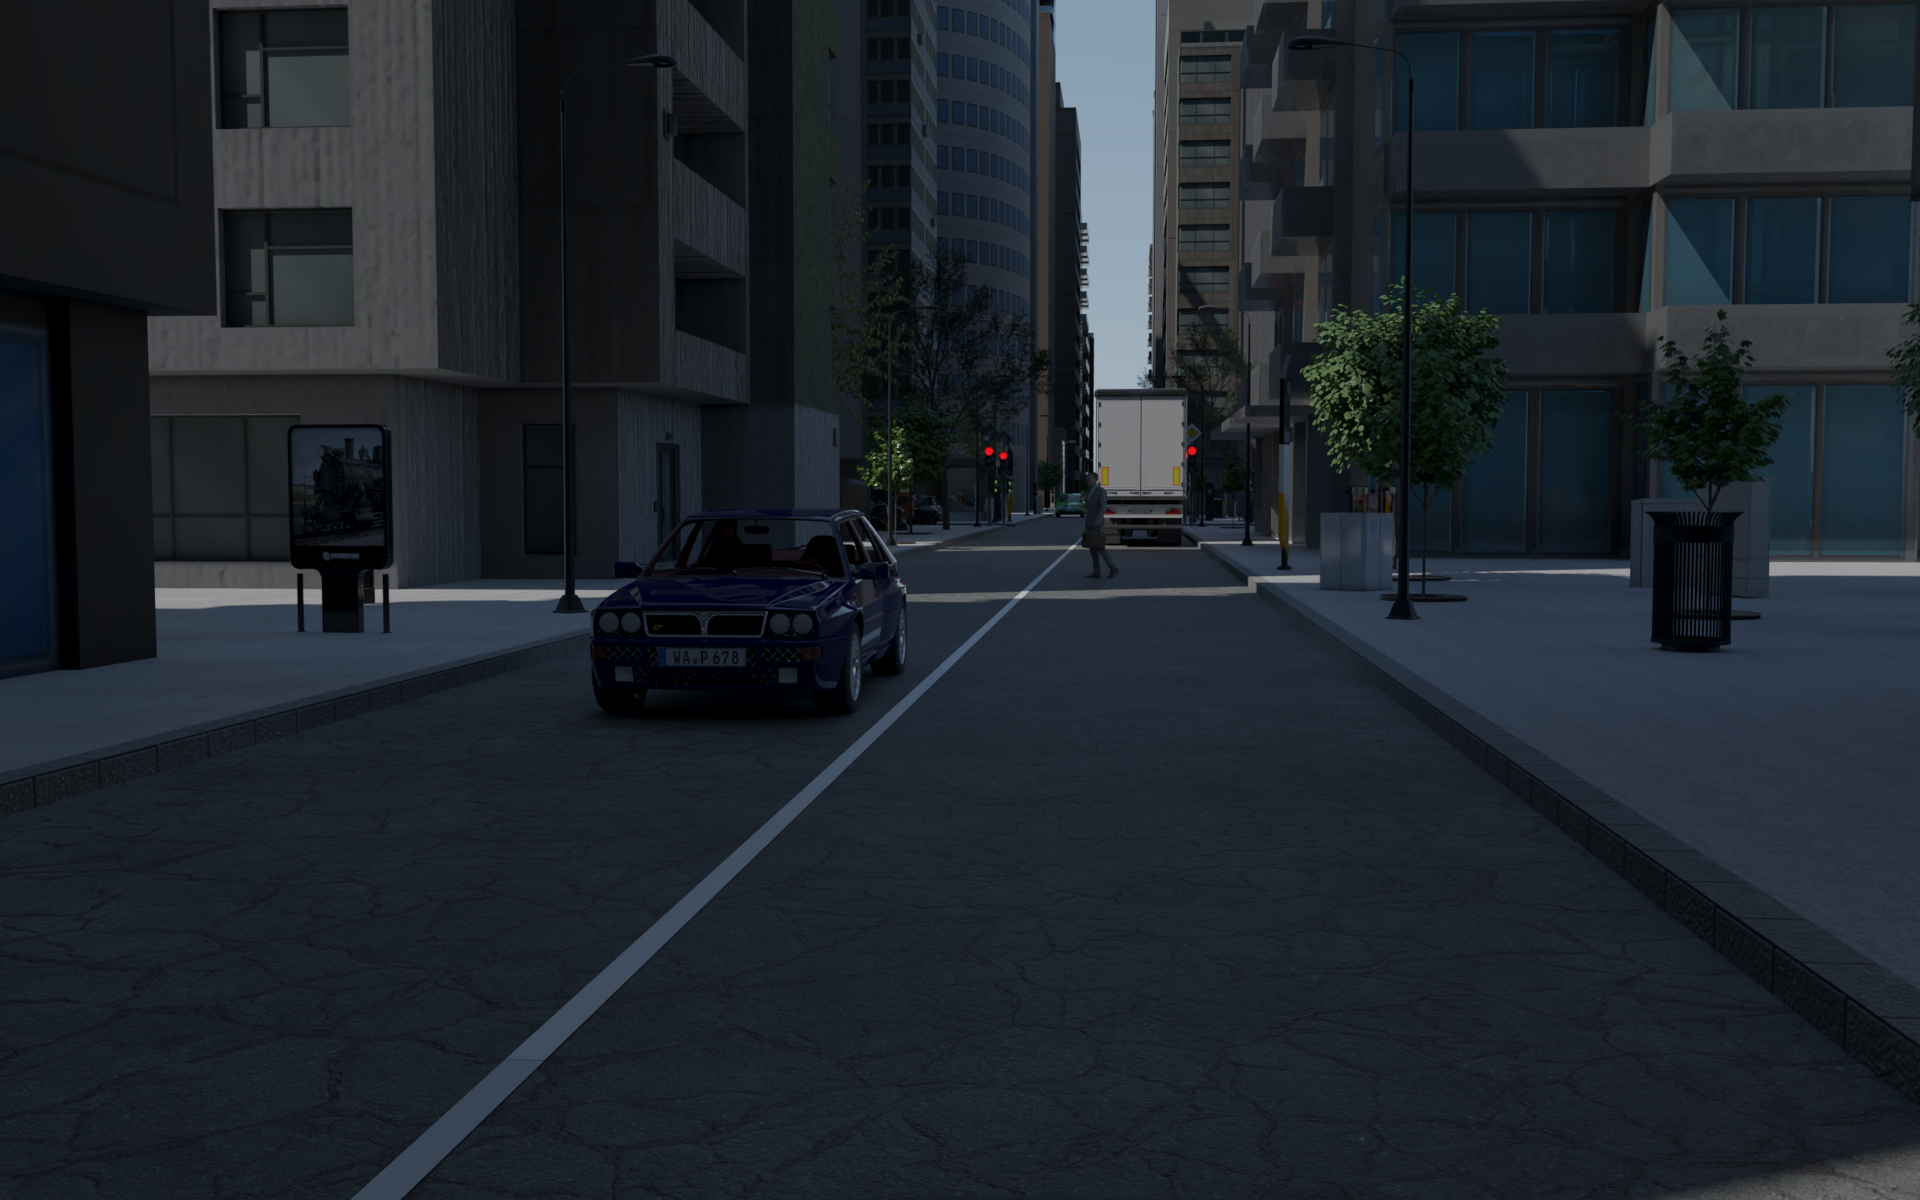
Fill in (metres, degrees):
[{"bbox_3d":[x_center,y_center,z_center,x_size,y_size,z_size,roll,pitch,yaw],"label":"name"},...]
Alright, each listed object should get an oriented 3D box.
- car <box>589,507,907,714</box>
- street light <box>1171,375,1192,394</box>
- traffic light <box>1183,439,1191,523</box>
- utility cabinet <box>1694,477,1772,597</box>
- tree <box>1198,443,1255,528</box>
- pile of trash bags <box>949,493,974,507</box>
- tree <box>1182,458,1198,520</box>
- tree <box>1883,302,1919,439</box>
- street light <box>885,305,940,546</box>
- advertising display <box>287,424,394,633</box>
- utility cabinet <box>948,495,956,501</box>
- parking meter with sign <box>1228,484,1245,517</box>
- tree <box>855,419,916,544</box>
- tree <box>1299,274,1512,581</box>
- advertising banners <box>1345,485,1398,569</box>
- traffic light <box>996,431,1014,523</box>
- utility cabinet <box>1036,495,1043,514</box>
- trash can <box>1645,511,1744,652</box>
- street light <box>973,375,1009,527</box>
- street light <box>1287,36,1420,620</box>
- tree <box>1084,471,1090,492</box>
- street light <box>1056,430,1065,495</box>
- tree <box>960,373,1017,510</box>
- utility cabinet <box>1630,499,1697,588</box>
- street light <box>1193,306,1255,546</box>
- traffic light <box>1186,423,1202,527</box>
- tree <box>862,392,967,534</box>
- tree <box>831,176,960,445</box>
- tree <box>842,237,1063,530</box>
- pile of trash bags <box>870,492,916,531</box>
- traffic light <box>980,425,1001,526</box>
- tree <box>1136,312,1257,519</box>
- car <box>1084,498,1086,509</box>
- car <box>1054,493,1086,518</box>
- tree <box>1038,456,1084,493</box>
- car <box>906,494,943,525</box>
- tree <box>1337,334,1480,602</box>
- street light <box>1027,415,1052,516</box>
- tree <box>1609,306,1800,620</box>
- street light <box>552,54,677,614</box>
[{"bbox_3d":[-1.415,0.000,12.581,1.945,1.354,3.894,0,4,5],"label":"car"},{"bbox_3d":[8.919,-5.811,67.553,1.470,5.913,1.316,0,4,6],"label":"street light"},{"bbox_3d":[9.899,-5.344,76.292,0.839,4.253,0.868,0,4,6],"label":"traffic light"},{"bbox_3d":[9.734,-0.803,21.809,0.318,1.500,1.173,0,4,-7],"label":"utility cabinet"},{"bbox_3d":[10.207,-4.295,64.828,1.663,3.219,1.824,0,3,0],"label":"tree"},{"bbox_3d":[-0.064,-6.083,109.207,1.912,1.369,3.447,0,4,-2],"label":"pile of trash bags"},{"bbox_3d":[11.704,-5.503,84.575,1.663,3.219,1.824,0,3,0],"label":"tree"},{"bbox_3d":[13.692,-2.351,22.159,4.285,4.588,4.351,0,3,0],"label":"tree"},{"bbox_3d":[-1.188,-4.295,42.758,1.470,5.913,1.316,0,4,6],"label":"street light"},{"bbox_3d":[-5.719,-0.660,16.005,0.974,1.923,0.123,1,4,9],"label":"advertising display"},{"bbox_3d":[-0.729,-6.184,112.269,1.020,1.237,0.306,-1,4,-12],"label":"utility cabinet"},{"bbox_3d":[15.676,-6.078,95.637,1.738,3.016,0.543,2,4,31],"label":"parking meter with sign"},{"bbox_3d":[-1.617,-3.067,44.749,1.663,3.219,1.824,0,3,0],"label":"tree"},{"bbox_3d":[6.739,-2.591,26.070,4.285,4.588,4.351,0,3,0],"label":"tree"},{"bbox_3d":[7.243,-2.031,29.390,2.074,3.025,0.090,-3,4,-38],"label":"advertising banners"},{"bbox_3d":[1.974,-5.390,77.048,0.839,4.253,0.868,0,4,6],"label":"traffic light"},{"bbox_3d":[5.115,-6.151,111.733,0.306,1.237,1.020,1,4,13],"label":"utility cabinet"},{"bbox_3d":[6.010,-0.157,14.215,0.748,1.137,0.748,0,3,0],"label":"trash can"},{"bbox_3d":[1.217,-5.800,67.377,1.470,5.913,1.316,0,4,6],"label":"street light"},{"bbox_3d":[4.021,-2.762,17.707,1.470,5.913,1.316,0,4,6],"label":"street light"},{"bbox_3d":[15.487,-14.699,224.040,4.285,4.588,4.351,0,3,0],"label":"tree"},{"bbox_3d":[6.915,-9.417,126.503,1.470,5.913,1.316,0,4,6],"label":"street light"},{"bbox_3d":[1.094,-9.383,103.768,4.737,8.622,4.395,0,3,0],"label":"tree"},{"bbox_3d":[9.766,-0.776,23.843,1.020,1.237,0.306,-1,4,-9],"label":"utility cabinet"},{"bbox_3d":[6.578,-4.296,42.788,1.470,5.913,1.316,0,4,6],"label":"street light"},{"bbox_3d":[9.122,-4.858,68.345,0.839,4.253,0.868,0,4,6],"label":"traffic light"},{"bbox_3d":[-1.494,-4.396,55.583,4.285,4.588,4.351,0,3,0],"label":"tree"},{"bbox_3d":[-3.223,-5.413,38.869,4.737,8.622,4.395,0,3,0],"label":"tree"},{"bbox_3d":[-0.407,-7.811,62.129,8.767,10.594,7.601,1,4,9],"label":"tree"},{"bbox_3d":[-2.614,-3.139,61.082,1.912,1.369,3.447,2,4,31],"label":"pile of trash bags"},{"bbox_3d":[1.197,-4.904,69.101,0.839,4.253,0.868,0,4,6],"label":"traffic light"},{"bbox_3d":[12.322,-9.508,89.867,8.767,10.594,7.601,0,4,6],"label":"tree"},{"bbox_3d":[13.018,-9.511,167.510,2.014,1.417,4.499,0,4,8],"label":"car"},{"bbox_3d":[6.802,-5.988,106.706,1.959,1.807,4.718,0,4,5],"label":"car"},{"bbox_3d":[7.336,-9.944,146.295,4.285,4.588,4.351,0,3,0],"label":"tree"},{"bbox_3d":[-2.730,-3.846,72.663,4.222,1.686,2.009,0,4,6],"label":"car"},{"bbox_3d":[5.688,-1.617,21.046,1.663,3.219,1.824,0,3,0],"label":"tree"},{"bbox_3d":[4.488,-7.885,101.466,1.470,5.913,1.316,0,4,6],"label":"street light"},{"bbox_3d":[7.830,-1.423,17.876,1.663,3.219,1.824,0,3,0],"label":"tree"},{"bbox_3d":[-3.684,-2.812,18.517,1.470,5.913,1.316,0,4,6],"label":"street light"}]
